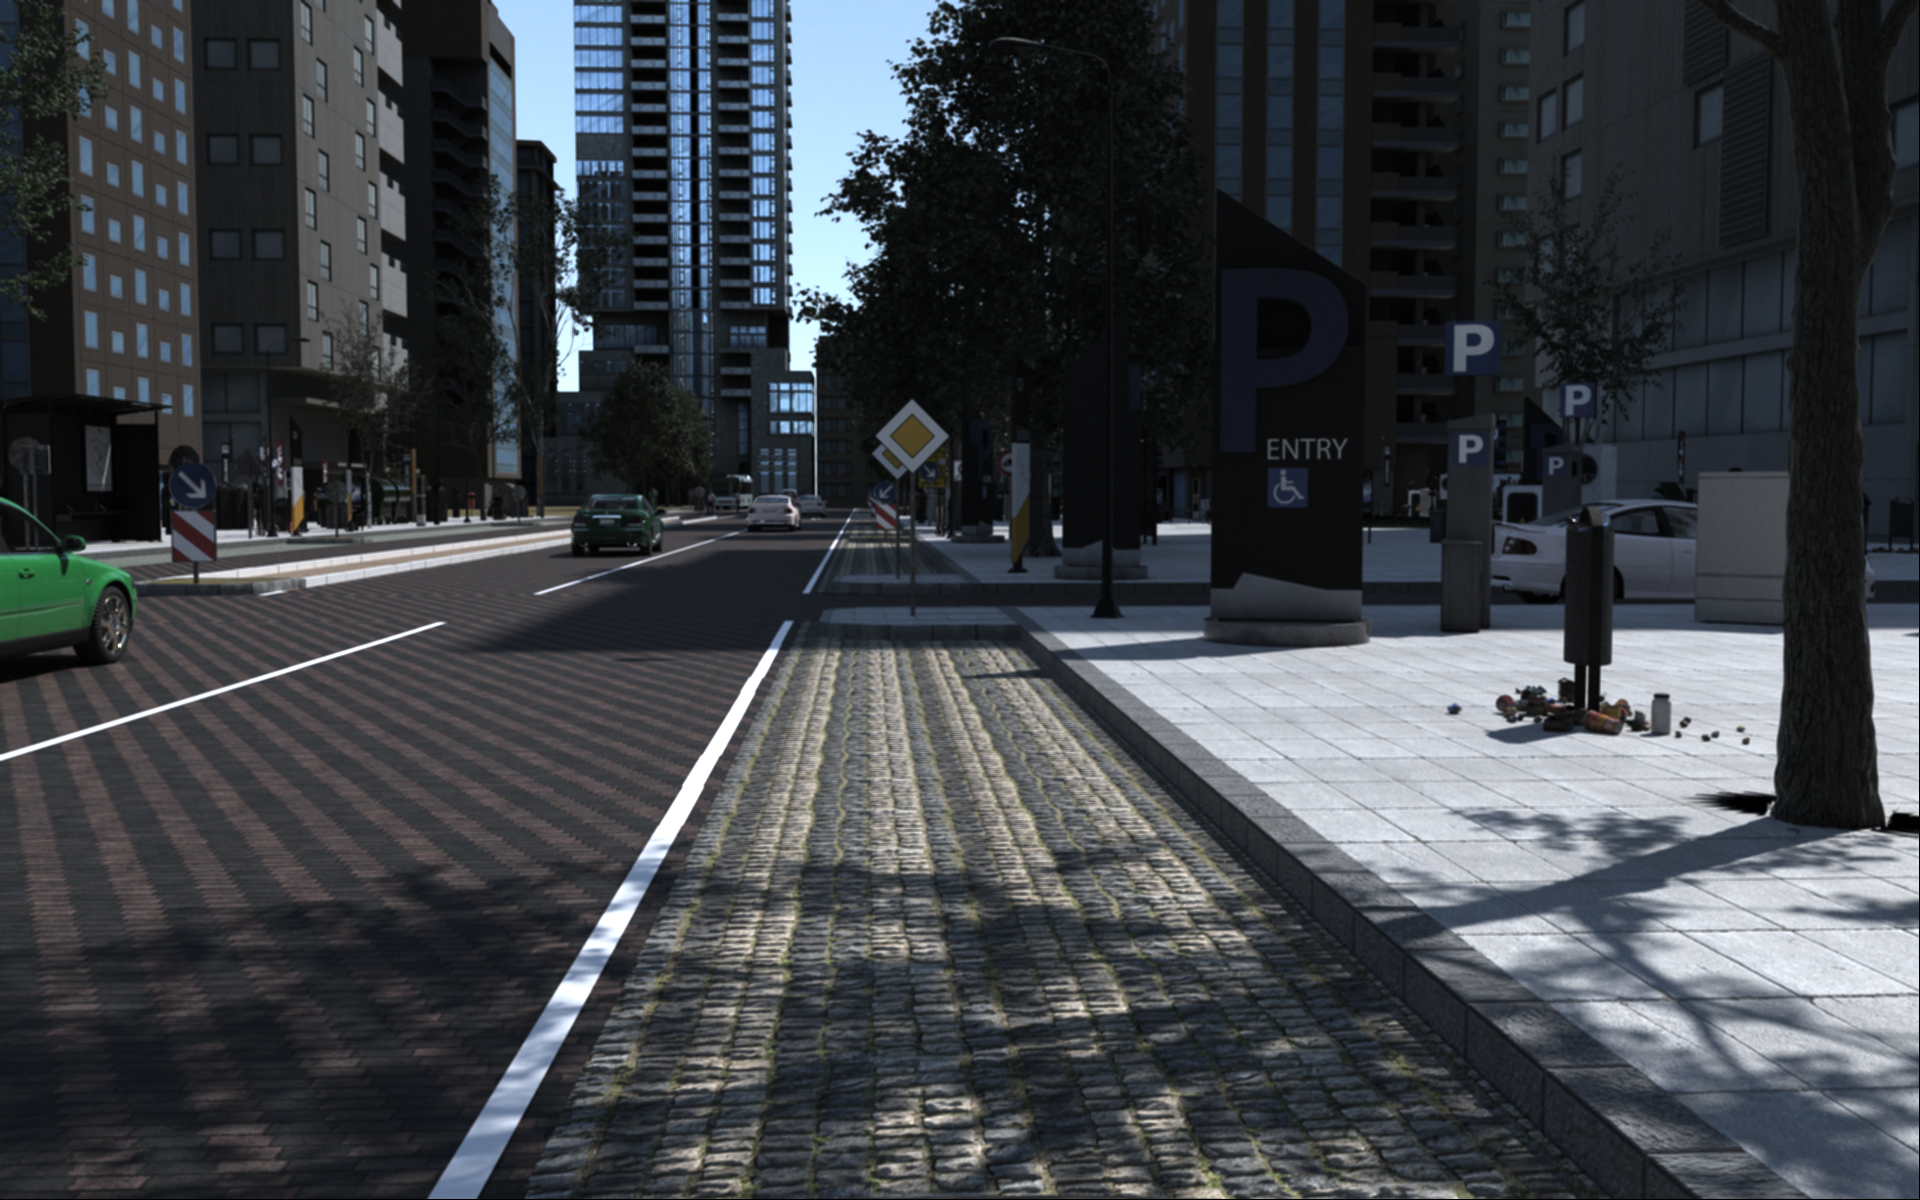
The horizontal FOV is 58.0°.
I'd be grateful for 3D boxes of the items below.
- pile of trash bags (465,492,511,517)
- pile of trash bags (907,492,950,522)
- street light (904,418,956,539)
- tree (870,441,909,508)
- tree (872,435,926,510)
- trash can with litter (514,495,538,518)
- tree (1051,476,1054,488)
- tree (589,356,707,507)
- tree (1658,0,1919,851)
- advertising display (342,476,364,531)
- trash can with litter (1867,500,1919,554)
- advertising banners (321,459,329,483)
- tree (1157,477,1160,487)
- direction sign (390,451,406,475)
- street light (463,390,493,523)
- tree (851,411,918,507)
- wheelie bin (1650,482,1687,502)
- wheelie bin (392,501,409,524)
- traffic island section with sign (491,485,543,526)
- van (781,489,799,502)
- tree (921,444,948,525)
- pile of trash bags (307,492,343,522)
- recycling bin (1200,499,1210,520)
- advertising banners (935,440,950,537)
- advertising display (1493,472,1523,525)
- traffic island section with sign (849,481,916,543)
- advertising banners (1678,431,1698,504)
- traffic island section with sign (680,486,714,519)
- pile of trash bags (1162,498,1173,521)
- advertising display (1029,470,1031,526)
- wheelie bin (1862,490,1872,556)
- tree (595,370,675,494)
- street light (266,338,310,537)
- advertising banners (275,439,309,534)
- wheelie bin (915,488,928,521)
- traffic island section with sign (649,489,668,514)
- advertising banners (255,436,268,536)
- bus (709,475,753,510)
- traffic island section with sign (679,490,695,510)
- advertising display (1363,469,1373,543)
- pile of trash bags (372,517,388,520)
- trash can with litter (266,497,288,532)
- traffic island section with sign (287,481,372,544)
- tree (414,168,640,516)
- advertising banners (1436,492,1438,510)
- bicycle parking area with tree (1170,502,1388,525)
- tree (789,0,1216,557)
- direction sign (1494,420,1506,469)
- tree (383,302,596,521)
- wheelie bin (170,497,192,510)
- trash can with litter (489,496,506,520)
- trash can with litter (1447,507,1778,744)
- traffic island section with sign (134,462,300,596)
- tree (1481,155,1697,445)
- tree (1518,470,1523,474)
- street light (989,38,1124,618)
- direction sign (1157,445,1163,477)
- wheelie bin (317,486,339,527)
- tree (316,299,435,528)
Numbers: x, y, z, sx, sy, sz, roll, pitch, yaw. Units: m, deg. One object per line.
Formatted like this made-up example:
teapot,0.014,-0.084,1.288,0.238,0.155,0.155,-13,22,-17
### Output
pile of trash bags,-26.225,-5.390,97.873,3.447,1.369,1.912,-2,4,-27
pile of trash bags,-0.752,-4.247,79.183,3.447,1.369,1.912,1,4,12
street light,-0.772,-4.711,49.564,1.470,5.913,1.316,0,4,-3
tree,-5.116,-14.058,164.268,7.601,10.594,8.767,1,4,18
tree,-4.656,-11.529,138.857,4.360,8.622,3.978,0,3,0
trash can with litter,-23.948,-5.117,94.720,1.678,1.210,2.233,0,4,0
tree,4.516,-6.270,97.108,1.663,3.219,1.824,0,3,0
tree,-26.314,-13.887,144.053,9.611,12.733,9.660,0,3,0
tree,3.415,-4.948,6.650,9.928,11.665,9.643,0,3,0
advertising display,-21.184,-3.381,60.486,0.974,1.923,0.123,2,4,31
trash can with litter,20.429,-1.655,38.120,1.678,1.210,2.233,-2,4,-26
advertising banners,-31.397,-5.557,87.050,0.090,3.025,2.074,1,4,18
tree,8.114,-5.161,78.980,1.663,3.219,1.824,0,3,0
direction sign,-29.514,-6.059,91.059,0.876,3.537,0.379,0,4,-1
street light,-21.526,-6.415,77.421,1.470,5.913,1.316,0,4,-3
tree,-6.376,-16.626,178.490,9.857,13.997,8.962,0,3,0
wheelie bin,18.519,-2.292,45.375,0.980,1.594,0.693,-2,4,-29
wheelie bin,-24.455,-4.137,75.553,0.980,1.594,0.693,3,5,39
traffic island section with sign,-19.695,-4.192,77.159,1.989,1.847,2.006,0,4,-3
van,-15.573,-9.264,158.485,2.013,2.044,4.112,0,4,-3
tree,-0.793,-7.361,70.714,4.737,8.622,4.395,0,3,0
pile of trash bags,-29.539,-4.327,80.497,1.912,1.369,3.447,-1,4,-11
recycling bin,11.960,-4.472,85.678,0.722,1.027,0.722,1,4,11
advertising banners,-0.526,-3.420,52.112,0.090,3.025,2.074,-1,4,-11
advertising display,16.088,-2.808,51.120,0.974,1.923,0.123,2,4,28
traffic island section with sign,-2.324,-2.628,51.601,1.989,1.847,2.006,0,4,-3
advertising banners,19.971,-3.130,47.370,0.090,3.025,2.074,0,4,4
traffic island section with sign,-15.153,-5.641,100.371,2.006,1.907,1.989,0,4,-3
pile of trash bags,8.865,-4.474,82.903,1.912,1.369,3.447,2,4,27
advertising display,1.886,-2.536,46.678,0.974,1.923,0.123,-3,4,-36
wheelie bin,18.005,-1.656,34.983,0.693,1.594,0.980,2,4,26
tree,-25.378,-12.045,131.343,8.767,10.594,7.601,0,4,6
street light,-19.973,-4.830,51.517,1.470,5.913,1.316,0,4,-3
advertising banners,-21.762,-3.683,56.407,0.090,3.025,2.074,0,4,6
wheelie bin,-1.993,-4.617,83.393,0.693,1.594,0.980,-3,4,-38
traffic island section with sign,-22.466,-7.238,126.973,1.989,1.847,2.006,0,4,-3
advertising banners,-21.404,-3.479,53.076,0.090,3.025,2.074,-2,4,-31
bus,-21.485,-10.303,163.308,2.948,3.499,13.247,0,4,-1
traffic island section with sign,-24.015,-8.943,154.849,1.989,1.847,2.006,0,4,-3
advertising display,10.222,-2.433,45.001,0.974,1.923,0.123,0,4,8
pile of trash bags,-28.664,-4.607,85.073,3.447,1.369,1.912,0,4,-4
trash can with litter,-23.022,-2.884,58.541,0.624,1.170,1.055,0,4,6
traffic island section with sign,-18.202,-2.545,50.245,1.989,1.847,2.006,0,4,-3
tree,-25.320,-15.020,101.460,12.611,20.169,13.585,0,3,0
advertising banners,27.766,-6.548,103.246,2.074,3.025,0.090,-1,4,-20
bicycle parking area with tree,13.479,-5.283,73.384,8.231,4.147,9.016,0,4,-6
tree,1.567,-7.232,35.245,9.611,12.733,9.660,0,3,0
direction sign,16.254,-3.737,53.091,0.876,3.537,0.379,1,4,19
tree,-23.238,-9.146,83.941,8.767,10.594,7.601,-2,4,-28
wheelie bin,-26.310,-3.113,58.810,0.693,1.594,0.980,2,4,23
trash can with litter,-22.747,-4.521,85.311,0.624,1.170,1.055,0,4,3
trash can with litter,3.695,0.062,10.038,1.678,1.210,2.233,1,4,12
traffic island section with sign,-10.971,-1.053,25.349,2.006,1.907,1.989,0,4,-3
tree,13.796,-5.379,38.312,4.360,8.622,3.978,0,3,0
tree,25.686,-5.044,77.075,1.663,3.219,1.824,0,3,0
street light,0.992,-2.771,17.841,1.470,5.913,1.316,0,4,-3
direction sign,9.080,-5.422,80.641,0.379,3.537,0.876,-3,5,-41
wheelie bin,-24.389,-3.606,66.865,0.693,1.594,0.980,0,4,6
tree,-22.132,-7.009,64.955,4.360,8.622,3.978,0,3,0
